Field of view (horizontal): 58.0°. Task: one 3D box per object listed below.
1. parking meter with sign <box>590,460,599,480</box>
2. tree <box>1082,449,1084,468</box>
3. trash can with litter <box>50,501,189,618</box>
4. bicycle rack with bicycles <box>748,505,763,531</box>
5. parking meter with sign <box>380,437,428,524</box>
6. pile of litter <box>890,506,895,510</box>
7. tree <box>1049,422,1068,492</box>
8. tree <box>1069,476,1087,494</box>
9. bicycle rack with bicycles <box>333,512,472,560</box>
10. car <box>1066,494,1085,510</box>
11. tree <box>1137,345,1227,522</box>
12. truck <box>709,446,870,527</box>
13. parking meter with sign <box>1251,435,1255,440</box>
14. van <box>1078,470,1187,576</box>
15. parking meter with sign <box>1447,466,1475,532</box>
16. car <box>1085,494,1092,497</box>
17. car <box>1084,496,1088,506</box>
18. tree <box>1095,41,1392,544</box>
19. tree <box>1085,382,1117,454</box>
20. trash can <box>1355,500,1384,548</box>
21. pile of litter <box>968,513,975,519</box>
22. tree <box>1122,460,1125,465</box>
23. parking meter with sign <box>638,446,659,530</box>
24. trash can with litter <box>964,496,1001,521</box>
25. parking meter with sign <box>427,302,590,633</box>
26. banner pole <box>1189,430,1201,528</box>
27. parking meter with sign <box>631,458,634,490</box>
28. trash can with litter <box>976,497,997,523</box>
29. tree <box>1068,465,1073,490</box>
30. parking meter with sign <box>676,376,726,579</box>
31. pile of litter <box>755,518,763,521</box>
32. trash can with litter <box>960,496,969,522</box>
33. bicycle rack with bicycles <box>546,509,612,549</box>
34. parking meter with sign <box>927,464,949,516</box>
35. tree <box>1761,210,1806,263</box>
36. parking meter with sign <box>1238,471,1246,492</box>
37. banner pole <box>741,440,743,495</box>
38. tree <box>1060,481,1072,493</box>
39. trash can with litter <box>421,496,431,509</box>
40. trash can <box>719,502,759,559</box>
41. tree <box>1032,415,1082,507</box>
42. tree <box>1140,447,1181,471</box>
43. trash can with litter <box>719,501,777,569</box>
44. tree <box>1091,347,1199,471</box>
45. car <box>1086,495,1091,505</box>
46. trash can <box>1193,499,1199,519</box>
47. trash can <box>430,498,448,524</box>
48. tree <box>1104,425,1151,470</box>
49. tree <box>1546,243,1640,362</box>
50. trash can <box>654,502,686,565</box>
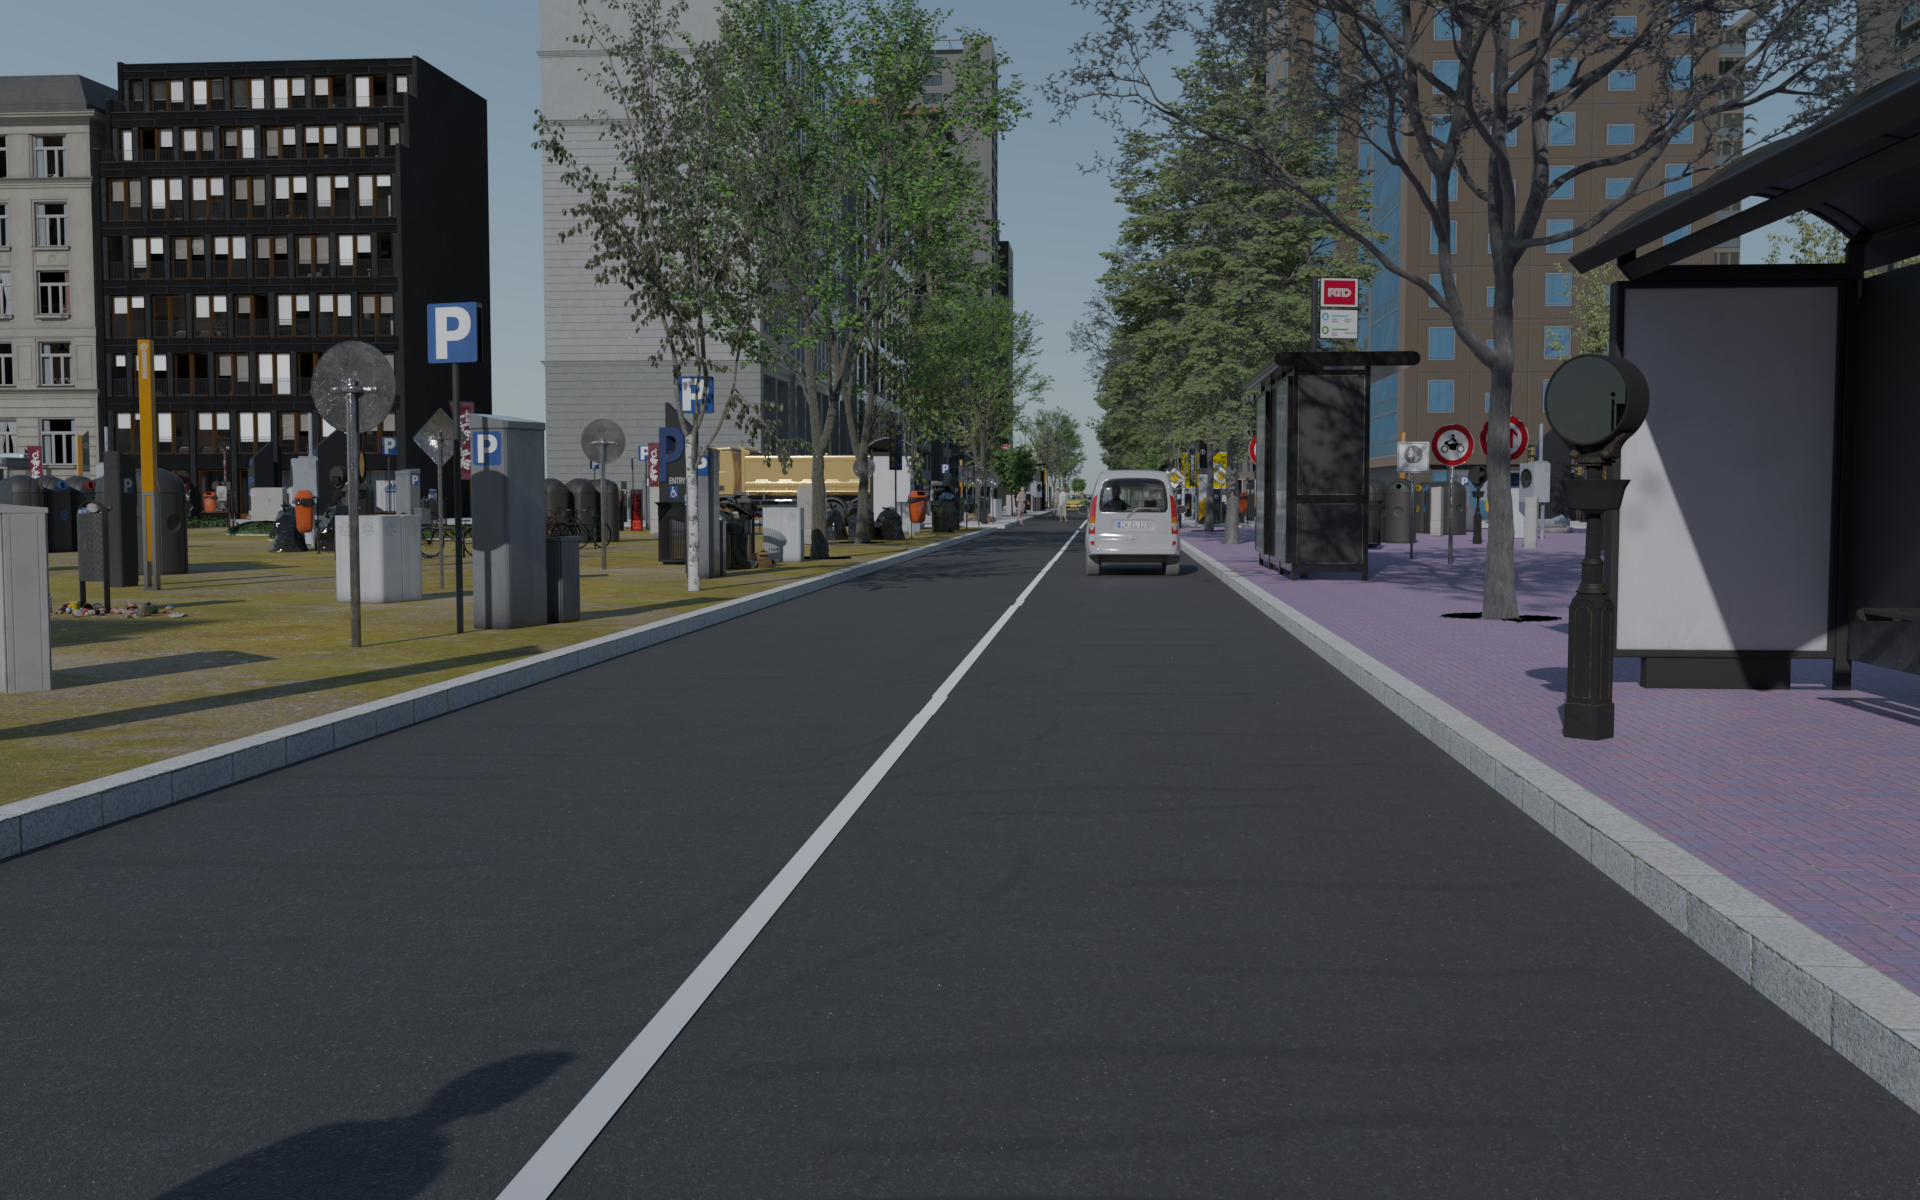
[{"bbox_3d":[-18.256,-5.350,83.736,1.738,3.016,0.543,2,4,33],"label":"parking meter with sign"},{"bbox_3d":[13.303,-16.236,215.816,4.360,8.622,3.978,0,3,0],"label":"tree"},{"bbox_3d":[-9.110,-0.450,18.414,2.233,1.210,1.678,2,4,35],"label":"trash can with litter"},{"bbox_3d":[-7.711,-2.763,58.561,2.852,0.926,2.925,-1,4,-10],"label":"bicycle rack with bicycles"},{"bbox_3d":[-16.806,-3.450,52.675,1.738,3.016,0.543,2,4,33],"label":"parking meter with sign"},{"bbox_3d":[-2.545,-2.825,60.160,1.176,0.858,1.719,-2,4,-28],"label":"pile of litter"},{"bbox_3d":[7.624,-13.316,168.072,4.737,8.622,4.395,0,3,0],"label":"tree"},{"bbox_3d":[20.750,-19.643,304.871,4.285,4.588,4.351,0,3,0],"label":"tree"},{"bbox_3d":[-11.172,-1.284,34.377,2.925,0.926,2.852,1,4,14],"label":"bicycle rack with bicycles"},{"bbox_3d":[9.121,-7.931,139.891,2.015,1.641,3.980,0,4,3],"label":"car"},{"bbox_3d":[10.448,-7.937,80.136,4.360,8.622,3.978,0,3,0],"label":"tree"},{"bbox_3d":[-7.381,-4.564,70.543,9.791,3.379,3.469,0,4,5],"label":"truck"},{"bbox_3d":[9.382,-3.342,50.910,0.543,3.016,1.738,-3,4,-38],"label":"parking meter with sign"},{"bbox_3d":[3.157,-1.511,31.717,2.013,2.044,4.112,0,4,5],"label":"van"},{"bbox_3d":[17.039,-3.844,59.113,0.543,3.016,1.738,-1,4,-11],"label":"parking meter with sign"},{"bbox_3d":[16.402,-12.895,221.061,2.015,1.641,3.980,0,4,4],"label":"car"},{"bbox_3d":[12.333,-10.429,179.313,1.959,1.807,4.718,0,4,7],"label":"car"},{"bbox_3d":[7.116,-7.718,44.315,7.486,12.596,7.792,0,3,0],"label":"tree"},{"bbox_3d":[27.194,-26.437,288.131,12.611,20.169,13.585,0,3,0],"label":"tree"},{"bbox_3d":[9.725,-1.813,41.298,0.748,1.137,0.748,0,3,0],"label":"trash can"},{"bbox_3d":[0.825,-4.616,89.439,1.719,0.858,1.176,-2,4,-27],"label":"pile of litter"},{"bbox_3d":[23.385,-17.237,232.184,4.737,8.622,4.395,0,3,0],"label":"tree"},{"bbox_3d":[-11.139,-4.082,62.995,0.543,3.016,1.738,1,4,8],"label":"parking meter with sign"},{"bbox_3d":[0.822,-4.375,82.581,2.233,1.210,1.678,0,4,5],"label":"trash can with litter"},{"bbox_3d":[-4.316,-1.248,16.659,0.543,3.016,1.738,1,4,21],"label":"parking meter with sign"},{"bbox_3d":[8.873,-4.630,65.719,0.401,3.779,0.863,-1,4,-17],"label":"banner pole"},{"bbox_3d":[-15.115,-5.396,84.480,1.738,3.016,0.543,0,4,-5],"label":"parking meter with sign"},{"bbox_3d":[1.215,-4.101,78.434,1.055,1.170,0.624,3,5,42],"label":"trash can with litter"},{"bbox_3d":[13.909,-17.628,238.586,4.737,8.622,4.395,0,3,0],"label":"tree"},{"bbox_3d":[-3.910,-1.850,26.510,0.543,3.016,1.738,0,4,0],"label":"parking meter with sign"},{"bbox_3d":[-9.290,-4.323,84.650,1.719,0.858,1.176,-1,4,-18],"label":"pile of litter"},{"bbox_3d":[-0.081,-4.178,79.698,0.624,1.170,1.055,1,4,20],"label":"trash can with litter"},{"bbox_3d":[-9.497,-1.650,40.359,2.925,0.926,2.852,-3,4,-36],"label":"bicycle rack with bicycles"},{"bbox_3d":[-1.337,-6.434,101.454,0.543,3.016,1.738,-2,4,-34],"label":"parking meter with sign"},{"bbox_3d":[18.881,-5.387,38.440,4.737,8.622,4.395,0,3,0],"label":"tree"},{"bbox_3d":[21.743,-8.217,130.602,1.738,3.016,0.543,2,4,26],"label":"parking meter with sign"},{"bbox_3d":[-10.092,-5.516,80.205,0.401,3.779,0.863,0,4,-4],"label":"banner pole"},{"bbox_3d":[15.331,-15.582,249.368,1.663,3.219,1.824,0,3,0],"label":"tree"},{"bbox_3d":[-16.825,-2.702,55.241,1.678,1.210,2.233,0,4,-2],"label":"trash can with litter"},{"bbox_3d":[-4.017,-1.205,31.356,0.748,1.137,0.748,0,3,0],"label":"trash can"},{"bbox_3d":[8.331,-12.838,160.263,4.360,8.622,3.978,0,3,0],"label":"tree"},{"bbox_3d":[13.662,-8.079,115.806,4.285,4.588,4.351,0,3,0],"label":"tree"},{"bbox_3d":[-3.721,-1.127,29.806,1.055,1.170,0.624,-3,5,-44],"label":"trash can with litter"},{"bbox_3d":[14.283,-13.620,129.339,9.857,13.997,8.962,0,3,0],"label":"tree"},{"bbox_3d":[14.250,-11.305,197.423,1.945,1.354,3.894,0,4,3],"label":"car"},{"bbox_3d":[14.017,-5.459,100.908,0.748,1.137,0.748,0,3,0],"label":"trash can"},{"bbox_3d":[-20.025,-3.357,66.544,0.748,1.137,0.748,0,3,0],"label":"trash can"},{"bbox_3d":[21.426,-16.669,206.946,8.767,10.594,7.601,-1,4,-12],"label":"tree"},{"bbox_3d":[19.013,-6.113,50.315,4.737,8.622,4.395,0,3,0],"label":"tree"},{"bbox_3d":[-5.173,-1.210,31.436,0.748,1.137,0.748,0,3,0],"label":"trash can"}]
